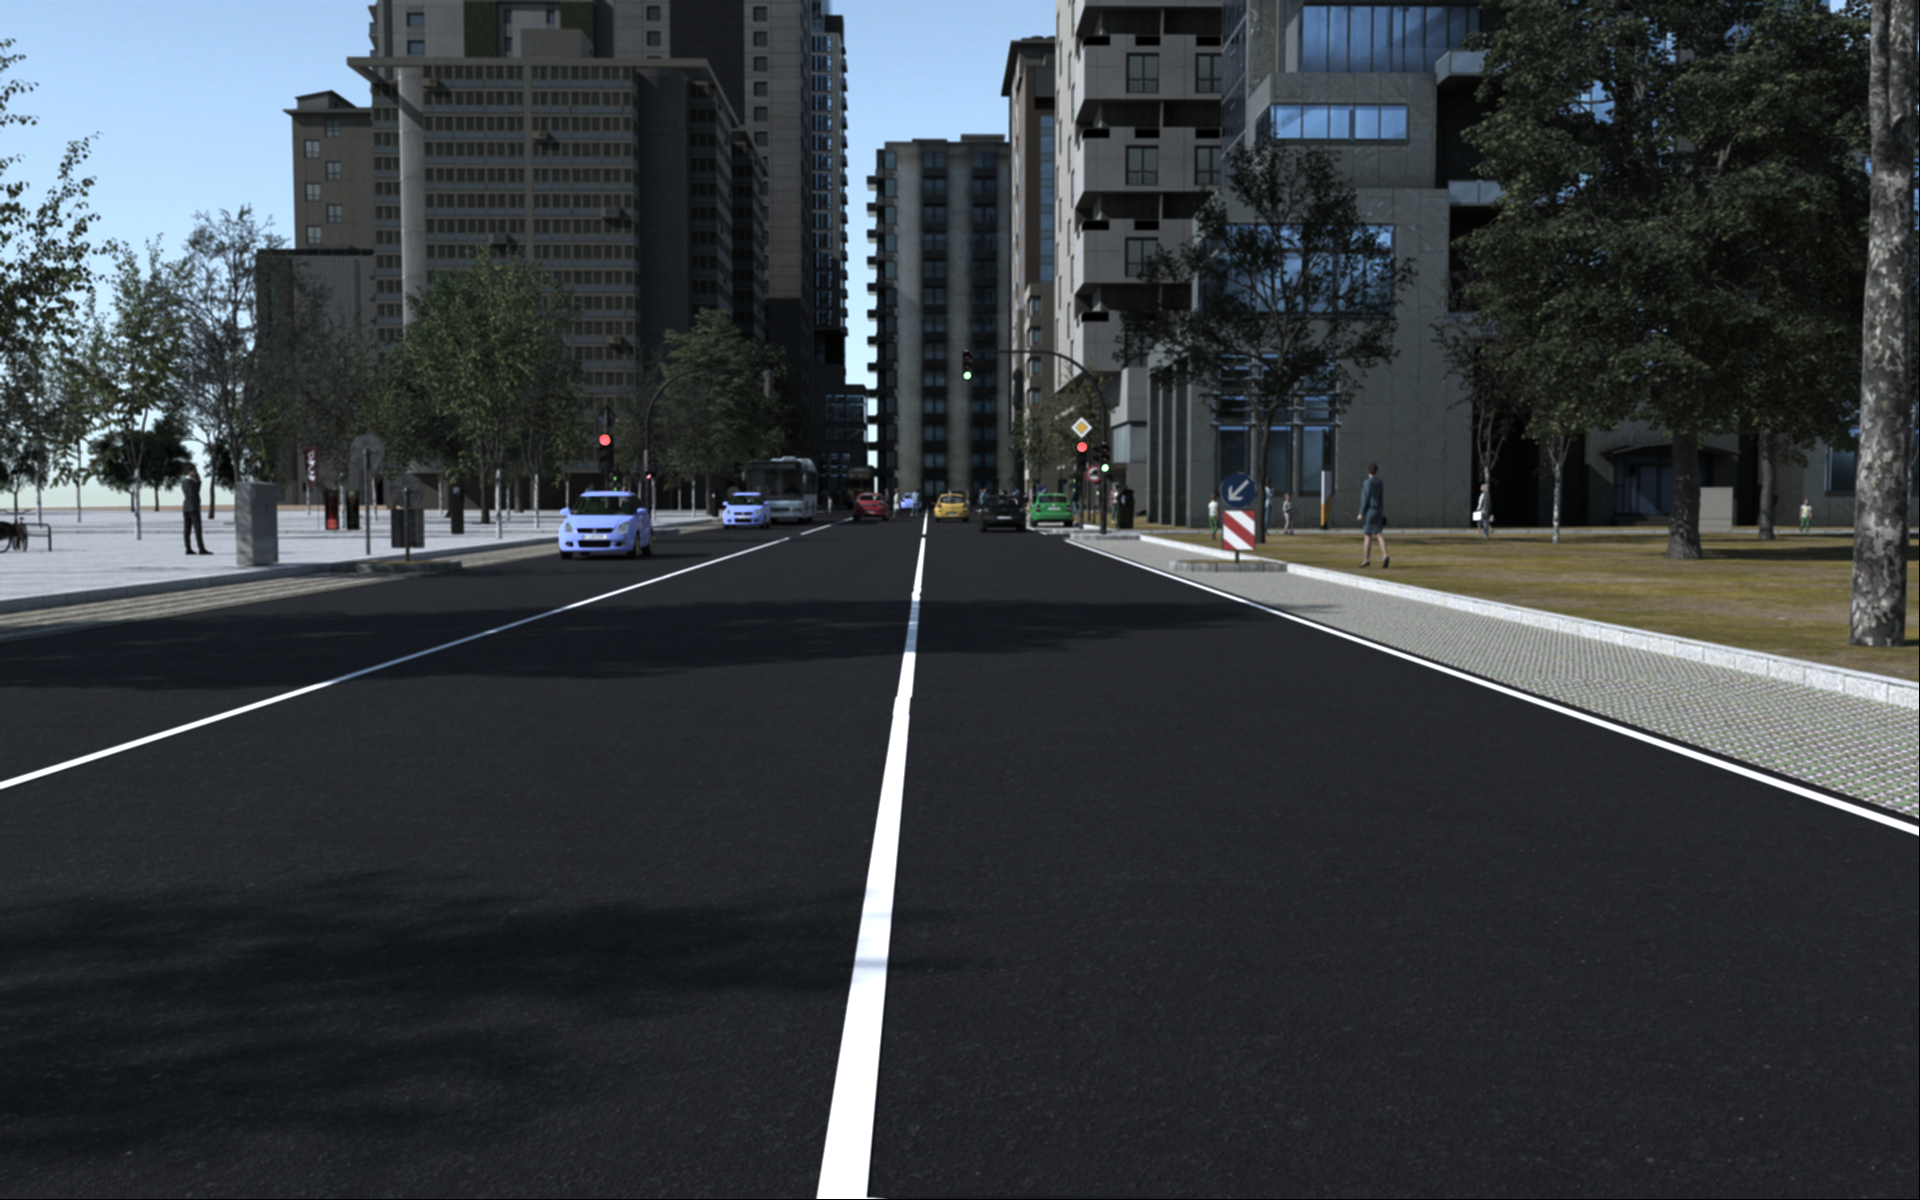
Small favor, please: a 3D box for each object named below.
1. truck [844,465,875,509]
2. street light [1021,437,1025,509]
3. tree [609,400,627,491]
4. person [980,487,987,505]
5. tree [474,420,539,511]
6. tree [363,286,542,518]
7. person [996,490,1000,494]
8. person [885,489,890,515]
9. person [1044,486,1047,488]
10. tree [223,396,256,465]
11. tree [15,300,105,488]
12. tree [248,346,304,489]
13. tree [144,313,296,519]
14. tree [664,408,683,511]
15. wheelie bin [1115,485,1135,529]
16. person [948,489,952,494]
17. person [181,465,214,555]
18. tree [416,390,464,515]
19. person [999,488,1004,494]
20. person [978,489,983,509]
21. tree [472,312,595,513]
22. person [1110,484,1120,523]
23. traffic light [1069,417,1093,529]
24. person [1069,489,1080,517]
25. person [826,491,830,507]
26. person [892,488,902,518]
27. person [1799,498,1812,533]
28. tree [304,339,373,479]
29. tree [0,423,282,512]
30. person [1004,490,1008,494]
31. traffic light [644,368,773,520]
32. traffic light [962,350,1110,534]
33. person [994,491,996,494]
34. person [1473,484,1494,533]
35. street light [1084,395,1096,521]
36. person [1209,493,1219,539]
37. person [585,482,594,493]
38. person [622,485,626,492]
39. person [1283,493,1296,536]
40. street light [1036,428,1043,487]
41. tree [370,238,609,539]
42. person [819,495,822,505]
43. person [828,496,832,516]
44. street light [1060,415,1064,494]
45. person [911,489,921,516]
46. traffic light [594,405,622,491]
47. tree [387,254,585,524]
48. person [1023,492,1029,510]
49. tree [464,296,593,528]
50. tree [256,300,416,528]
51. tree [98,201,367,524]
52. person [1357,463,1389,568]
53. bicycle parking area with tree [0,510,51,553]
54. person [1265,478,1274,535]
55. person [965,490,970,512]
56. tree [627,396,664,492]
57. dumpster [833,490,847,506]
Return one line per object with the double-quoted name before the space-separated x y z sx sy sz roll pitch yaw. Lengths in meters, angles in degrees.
"truck" -9.824 -11.126 170.830 2.839 4.237 11.283 0 4 -1
"street light" 5.099 -10.091 137.772 0.468 5.910 1.993 0 4 -1
"tree" -23.528 -9.416 104.320 4.737 8.622 4.395 0 3 0
"person" 1.357 -5.657 101.012 0.620 1.820 0.660 1 4 22
"tree" -35.285 -13.054 131.562 7.486 12.596 7.792 0 3 0
"tree" -27.487 -10.813 93.804 9.611 12.733 9.660 0 3 0
"person" 4.322 -11.689 197.711 0.990 1.755 0.434 -2 4 -32
"person" -5.000 -6.619 116.891 0.590 1.801 0.661 -1 4 -19
"person" 5.339 -6.336 109.812 0.511 1.800 0.466 2 4 31
"tree" -38.290 -8.896 95.812 4.360 8.622 3.978 0 3 0
"tree" -34.471 -7.000 64.812 4.360 8.622 3.978 0 3 0
"tree" -33.018 -8.015 81.403 4.737 8.622 4.395 0 3 0
"tree" -38.166 -9.437 88.710 7.601 10.594 8.767 0 4 1
"tree" -22.032 -11.270 134.629 4.737 8.622 4.395 0 3 0
"wheelie bin" 6.091 -3.418 63.791 0.693 1.594 0.980 0 4 -5
"person" -0.744 -7.405 129.698 0.853 1.813 0.709 0 4 -8
"person" -16.254 -1.921 36.814 0.648 1.900 0.474 3 5 40
"tree" -31.550 -9.481 105.385 4.360 8.622 3.978 0 3 0
"person" 2.619 -6.345 112.435 0.606 1.804 0.583 2 4 34
"person" 1.530 -6.698 118.428 0.576 1.772 0.534 -3 5 -45
"tree" -30.208 -12.966 118.649 9.857 13.997 8.962 0 3 0
"person" 6.847 -4.219 75.857 0.563 1.720 0.643 1 4 14
"traffic light" 4.392 -4.528 62.952 0.839 4.253 0.868 0 4 -1
"person" 6.544 -5.662 98.960 0.721 1.781 0.623 0 4 8
"person" -13.424 -10.118 174.662 0.721 1.736 1.217 -2 4 -33
"person" -3.807 -5.887 105.098 0.624 1.780 0.694 0 4 2
"person" 28.933 -2.847 59.289 0.306 1.304 0.590 0 4 1
"tree" -27.586 -8.013 81.370 4.737 8.622 4.395 0 3 0
"tree" -60.844 -10.069 127.528 11.467 7.101 20.602 2 4 30
"person" 4.805 -10.801 183.353 1.217 1.735 0.721 1 4 10
"traffic light" -9.177 -5.386 62.729 4.771 5.953 1.251 0 4 -1
"traffic light" 2.445 -4.900 54.789 4.771 5.953 1.251 0 4 -1
"person" 4.325 -12.611 213.170 0.436 1.711 0.756 0 4 5
"person" 18.189 -3.133 60.072 0.694 1.780 0.624 -2 4 -27
"street light" 6.059 -6.618 80.994 0.468 5.910 1.993 0 4 -1
"person" 7.135 -2.351 48.727 0.306 1.304 0.590 1 4 19
"person" -17.043 -4.521 79.816 0.748 1.841 0.638 3 5 45
"person" -16.357 -4.724 84.290 0.522 1.701 0.512 3 5 41
"person" 10.186 -2.642 53.524 0.394 1.301 0.425 2 4 33
"street light" 5.480 -8.941 118.973 0.468 5.910 1.993 0 4 -1
"tree" -13.422 -6.062 49.477 4.737 8.622 4.395 0 3 0
"person" -15.871 -11.636 199.475 0.628 1.438 0.799 2 4 30
"person" -8.695 -6.288 115.582 0.425 1.301 0.394 3 4 38
"street light" 5.845 -7.791 100.173 0.468 5.910 1.993 0 4 -1
"person" -2.916 -6.426 113.822 0.793 1.790 0.793 -1 4 -19
"traffic light" -11.124 -4.022 54.673 0.839 4.253 0.868 0 4 -1
"tree" -20.146 -9.052 73.750 9.928 11.665 9.643 0 3 0
"person" 5.322 -7.988 139.875 0.421 1.427 0.697 -1 4 -14
"tree" -15.897 -7.011 64.994 4.360 8.622 3.978 0 3 0
"tree" -23.460 -7.011 64.986 4.360 8.622 3.978 0 3 0
"tree" -30.627 -9.953 73.095 12.009 13.543 11.850 0 3 0
"person" 7.187 -1.469 30.088 0.581 1.822 0.654 -1 4 -19
"bicycle parking area with tree" -24.902 -3.119 37.991 8.231 4.147 9.016 -2 4 -35
"person" 9.466 -2.906 53.814 0.793 1.790 0.793 3 5 39
"person" 0.594 -7.633 133.841 0.362 1.759 0.519 0 4 8
"tree" -24.873 -10.923 128.945 4.737 8.622 4.395 0 3 0
"dumpster" -13.530 -11.592 197.743 1.865 1.857 1.264 0 4 -3
